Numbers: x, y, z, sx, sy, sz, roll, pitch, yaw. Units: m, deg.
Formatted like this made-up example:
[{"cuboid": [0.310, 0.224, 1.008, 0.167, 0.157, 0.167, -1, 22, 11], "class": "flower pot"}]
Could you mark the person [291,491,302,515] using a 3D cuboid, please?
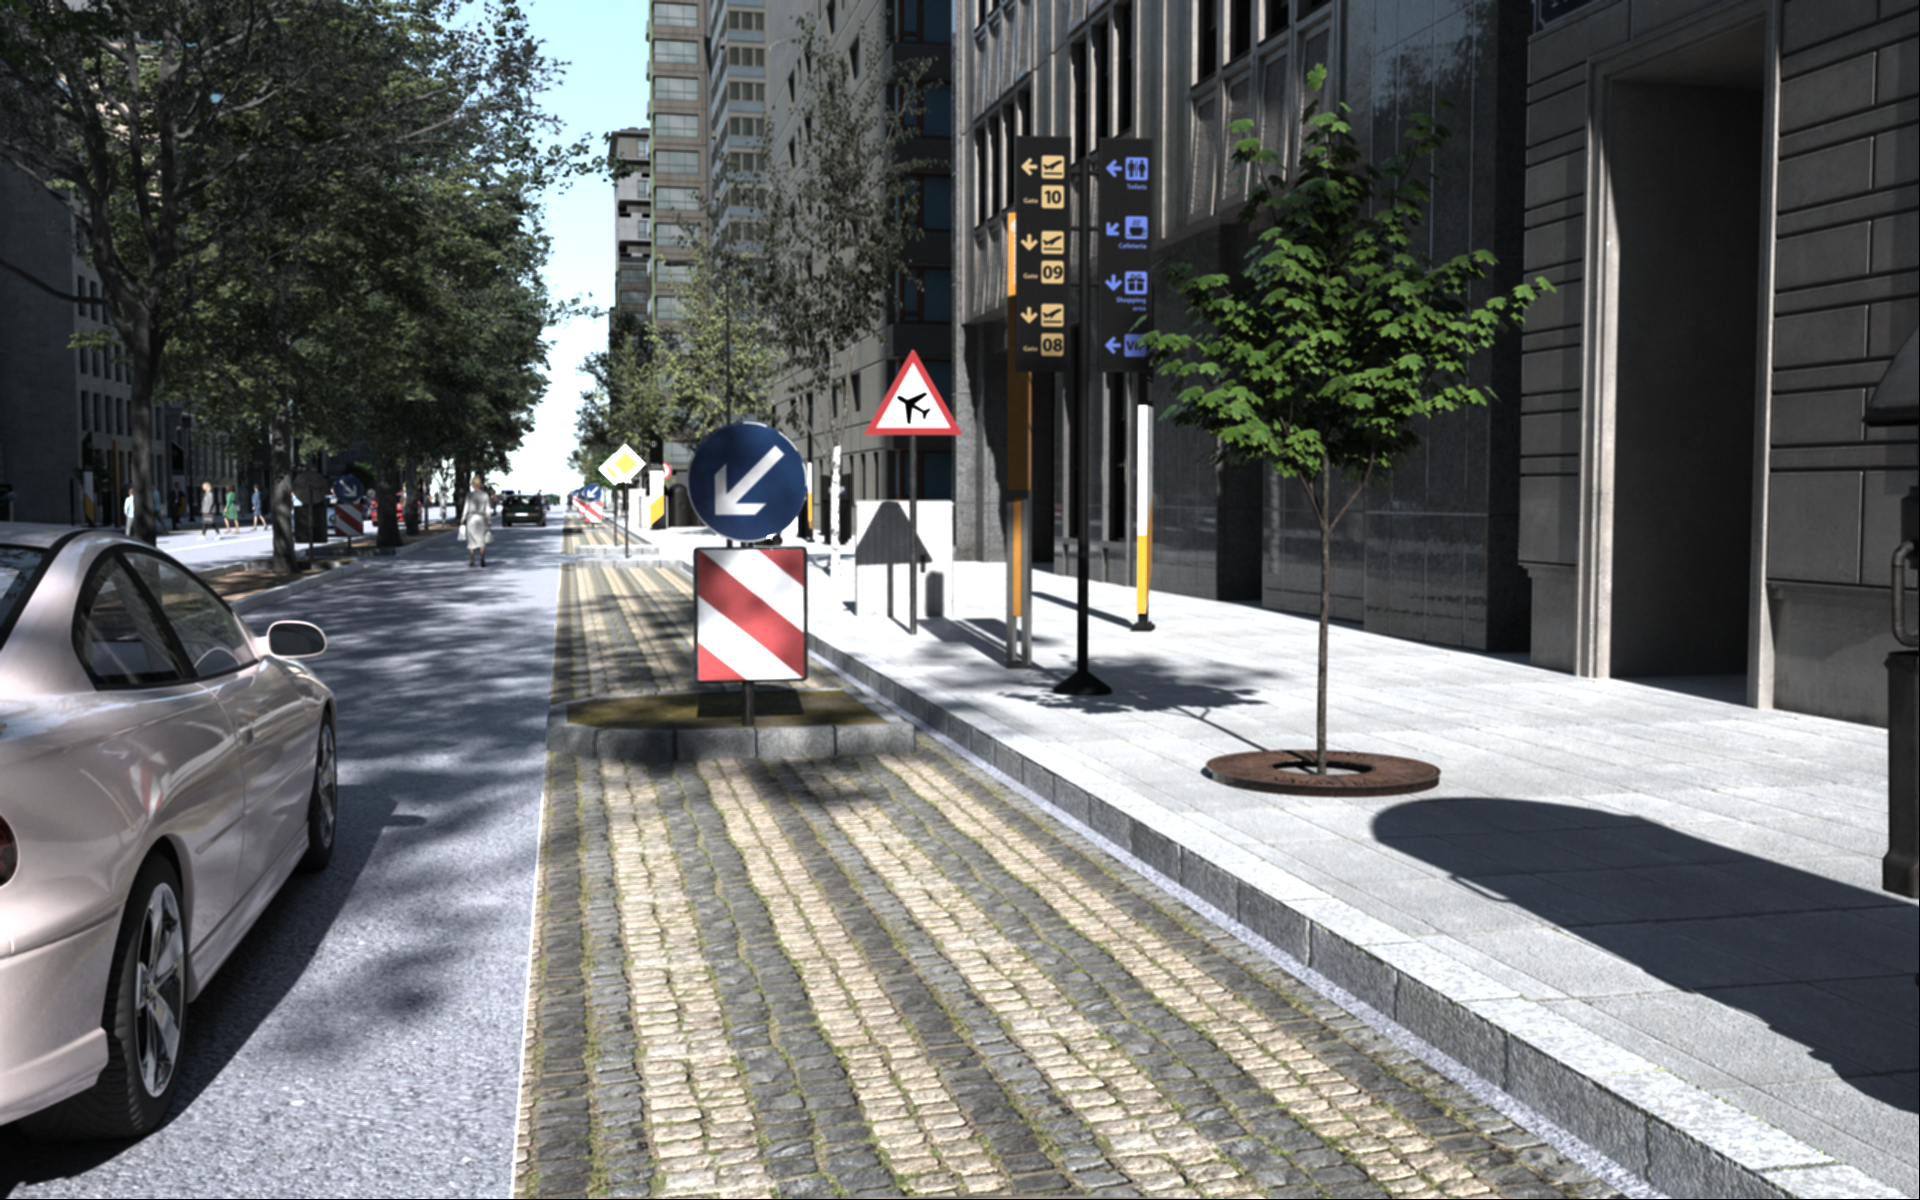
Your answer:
[{"cuboid": [-27.111, -3.797, 70.673, 0.616, 1.811, 0.778, -2, 4, -28], "class": "person"}]

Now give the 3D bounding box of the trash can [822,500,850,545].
[{"cuboid": [-3.135, -1.972, 43.900, 0.748, 1.137, 0.748, 0, 3, 0], "class": "trash can"}]

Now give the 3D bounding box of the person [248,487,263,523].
[{"cuboid": [-34.640, -4.687, 85.233, 0.694, 1.812, 0.767, 0, 4, -4], "class": "person"}]

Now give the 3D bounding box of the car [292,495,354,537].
[{"cuboid": [-21.681, -2.895, 59.328, 2.014, 1.417, 4.499, -1, 4, -11], "class": "car"}]

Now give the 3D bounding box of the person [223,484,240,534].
[{"cuboid": [-26.272, -3.282, 62.410, 0.529, 1.795, 0.600, 0, 4, -8], "class": "person"}]

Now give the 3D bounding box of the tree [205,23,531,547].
[{"cuboid": [-15.472, -8.406, 46.543, 9.857, 13.997, 8.962, 0, 3, 0], "class": "tree"}]

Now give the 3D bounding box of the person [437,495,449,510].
[{"cuboid": [-38.461, -7.316, 128.944, 1.217, 1.723, 0.721, 2, 4, 29], "class": "person"}]

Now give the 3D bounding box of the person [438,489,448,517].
[{"cuboid": [-32.863, -6.193, 110.025, 0.678, 1.792, 0.850, 0, 4, -2], "class": "person"}]

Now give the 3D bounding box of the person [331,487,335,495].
[{"cuboid": [-26.078, -3.850, 72.206, 0.466, 1.731, 0.760, 1, 4, 16], "class": "person"}]

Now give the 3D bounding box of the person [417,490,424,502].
[{"cuboid": [-47.274, -8.738, 151.396, 1.348, 1.821, 0.705, 1, 4, 14], "class": "person"}]

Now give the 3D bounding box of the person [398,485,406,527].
[{"cuboid": [-23.974, -4.072, 74.984, 0.656, 1.842, 0.836, -1, 4, -23], "class": "person"}]

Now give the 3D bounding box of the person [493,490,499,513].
[{"cuboid": [-34.217, -7.249, 127.734, 0.721, 1.743, 1.217, -2, 4, -29], "class": "person"}]

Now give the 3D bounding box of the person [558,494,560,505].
[{"cuboid": [-53.858, -13.514, 232.717, 0.557, 1.426, 1.065, -1, 4, -10], "class": "person"}]

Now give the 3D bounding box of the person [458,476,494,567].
[{"cuboid": [-9.488, -1.532, 33.906, 0.694, 1.780, 0.624, -1, 4, -11], "class": "person"}]

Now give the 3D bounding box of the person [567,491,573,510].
[{"cuboid": [-33.522, -8.532, 148.909, 0.541, 1.710, 0.530, -2, 4, -34], "class": "person"}]

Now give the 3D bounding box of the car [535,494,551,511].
[{"cuboid": [-36.879, -8.557, 151.913, 2.014, 1.417, 4.499, -1, 4, -12], "class": "car"}]

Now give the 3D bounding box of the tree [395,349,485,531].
[{"cuboid": [-20.774, -6.994, 67.174, 4.360, 8.622, 3.978, 0, 3, 0], "class": "tree"}]

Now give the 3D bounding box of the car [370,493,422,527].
[{"cuboid": [-25.256, -4.201, 77.722, 2.155, 1.783, 4.494, -1, 4, -11], "class": "car"}]

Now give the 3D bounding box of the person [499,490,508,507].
[{"cuboid": [-34.745, -7.528, 132.368, 0.721, 1.735, 1.217, 3, 4, 37], "class": "person"}]

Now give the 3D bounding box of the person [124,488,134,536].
[{"cuboid": [-23.425, -2.371, 49.076, 0.589, 1.601, 0.330, -3, 5, -42], "class": "person"}]

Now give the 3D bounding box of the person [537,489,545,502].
[{"cuboid": [-28.864, -6.752, 119.351, 0.568, 1.767, 0.683, -1, 4, -12], "class": "person"}]

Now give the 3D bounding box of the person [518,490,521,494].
[{"cuboid": [-29.718, -6.584, 116.965, 1.217, 1.723, 0.721, 0, 4, 2], "class": "person"}]

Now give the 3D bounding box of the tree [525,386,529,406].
[{"cuboid": [-26.778, -10.128, 93.802, 9.928, 11.665, 9.643, 0, 3, 0], "class": "tree"}]

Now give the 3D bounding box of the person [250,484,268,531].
[{"cuboid": [-27.496, -3.629, 67.856, 0.654, 1.822, 0.581, 1, 4, 10], "class": "person"}]

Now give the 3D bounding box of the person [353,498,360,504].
[{"cuboid": [-31.787, -5.042, 91.107, 0.590, 1.801, 0.661, -2, 4, -29], "class": "person"}]

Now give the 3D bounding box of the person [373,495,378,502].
[{"cuboid": [-47.983, -8.121, 141.968, 0.721, 1.739, 1.217, 1, 4, 8], "class": "person"}]

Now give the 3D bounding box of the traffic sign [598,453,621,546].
[{"cuboid": [-8.435, -2.367, 42.349, 0.795, 2.450, 0.064, -1, 4, -13], "class": "traffic sign"}]

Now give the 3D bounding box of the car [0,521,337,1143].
[{"cuboid": [-2.999, 0.450, 5.013, 2.083, 1.381, 4.827, -1, 4, -13], "class": "car"}]

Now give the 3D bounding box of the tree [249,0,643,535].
[{"cuboid": [-17.569, -12.258, 58.761, 12.611, 20.169, 13.585, 0, 3, 0], "class": "tree"}]

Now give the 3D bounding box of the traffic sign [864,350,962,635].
[{"cuboid": [-0.427, -0.962, 15.727, 0.884, 2.594, 0.081, 0, 4, -8], "class": "traffic sign"}]

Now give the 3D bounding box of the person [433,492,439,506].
[{"cuboid": [-62.000, -11.998, 205.391, 1.217, 1.736, 0.721, 1, 4, 17], "class": "person"}]

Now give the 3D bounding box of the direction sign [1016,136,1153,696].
[{"cuboid": [0.792, -1.168, 11.094, 0.876, 3.537, 0.379, 0, 4, -6], "class": "direction sign"}]

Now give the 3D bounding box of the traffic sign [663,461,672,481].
[{"cuboid": [-11.374, -4.036, 66.093, 0.768, 2.556, 0.104, 0, 4, -7], "class": "traffic sign"}]

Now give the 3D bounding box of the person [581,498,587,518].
[{"cuboid": [-22.230, -5.733, 102.474, 0.600, 1.795, 0.529, 1, 4, 14], "class": "person"}]

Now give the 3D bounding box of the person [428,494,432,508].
[{"cuboid": [-56.050, -10.464, 182.778, 0.628, 1.438, 0.799, -1, 4, -9], "class": "person"}]

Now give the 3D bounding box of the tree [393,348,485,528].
[{"cuboid": [-21.746, -7.330, 72.671, 4.737, 8.622, 4.395, 0, 3, 0], "class": "tree"}]

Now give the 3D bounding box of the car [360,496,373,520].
[{"cuboid": [-33.464, -5.079, 95.616, 1.945, 1.354, 3.894, -1, 4, -13], "class": "car"}]

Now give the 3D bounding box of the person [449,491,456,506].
[{"cuboid": [-62.270, -12.533, 213.371, 1.348, 1.831, 0.705, -1, 4, -23], "class": "person"}]

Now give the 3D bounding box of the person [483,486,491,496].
[{"cuboid": [-26.151, -5.357, 95.451, 0.474, 1.900, 0.648, 1, 4, 15], "class": "person"}]

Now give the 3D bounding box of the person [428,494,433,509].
[{"cuboid": [-52.460, -9.767, 171.442, 1.065, 1.426, 0.557, -3, 4, -36], "class": "person"}]

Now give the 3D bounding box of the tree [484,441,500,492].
[{"cuboid": [-24.784, -8.203, 86.931, 4.360, 8.622, 3.978, 0, 3, 0], "class": "tree"}]

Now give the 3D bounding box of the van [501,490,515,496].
[{"cuboid": [-62.716, -14.435, 240.399, 2.240, 2.365, 5.245, -1, 4, -11], "class": "van"}]

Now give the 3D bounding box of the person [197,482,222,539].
[{"cuboid": [-23.660, -2.808, 54.596, 0.728, 1.800, 0.709, -3, 4, -39], "class": "person"}]

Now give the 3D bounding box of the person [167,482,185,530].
[{"cuboid": [-30.885, -3.698, 68.318, 0.474, 1.900, 0.648, 0, 4, 7], "class": "person"}]

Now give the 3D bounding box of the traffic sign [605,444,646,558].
[{"cuboid": [-6.663, -1.891, 34.563, 0.795, 2.450, 0.064, -1, 4, -13], "class": "traffic sign"}]

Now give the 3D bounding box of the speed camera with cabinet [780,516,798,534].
[{"cuboid": [-5.721, -3.815, 56.707, 0.660, 3.252, 2.038, -1, 4, -14], "class": "speed camera with cabinet"}]

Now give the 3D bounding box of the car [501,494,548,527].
[{"cuboid": [-19.105, -4.044, 75.905, 2.009, 1.686, 4.222, -1, 4, -11], "class": "car"}]

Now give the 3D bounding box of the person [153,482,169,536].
[{"cuboid": [-27.547, -3.118, 59.339, 0.748, 1.841, 0.638, 0, 4, 7], "class": "person"}]

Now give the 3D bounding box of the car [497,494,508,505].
[{"cuboid": [-56.063, -12.360, 211.877, 2.009, 1.686, 4.222, -1, 4, -14], "class": "car"}]
